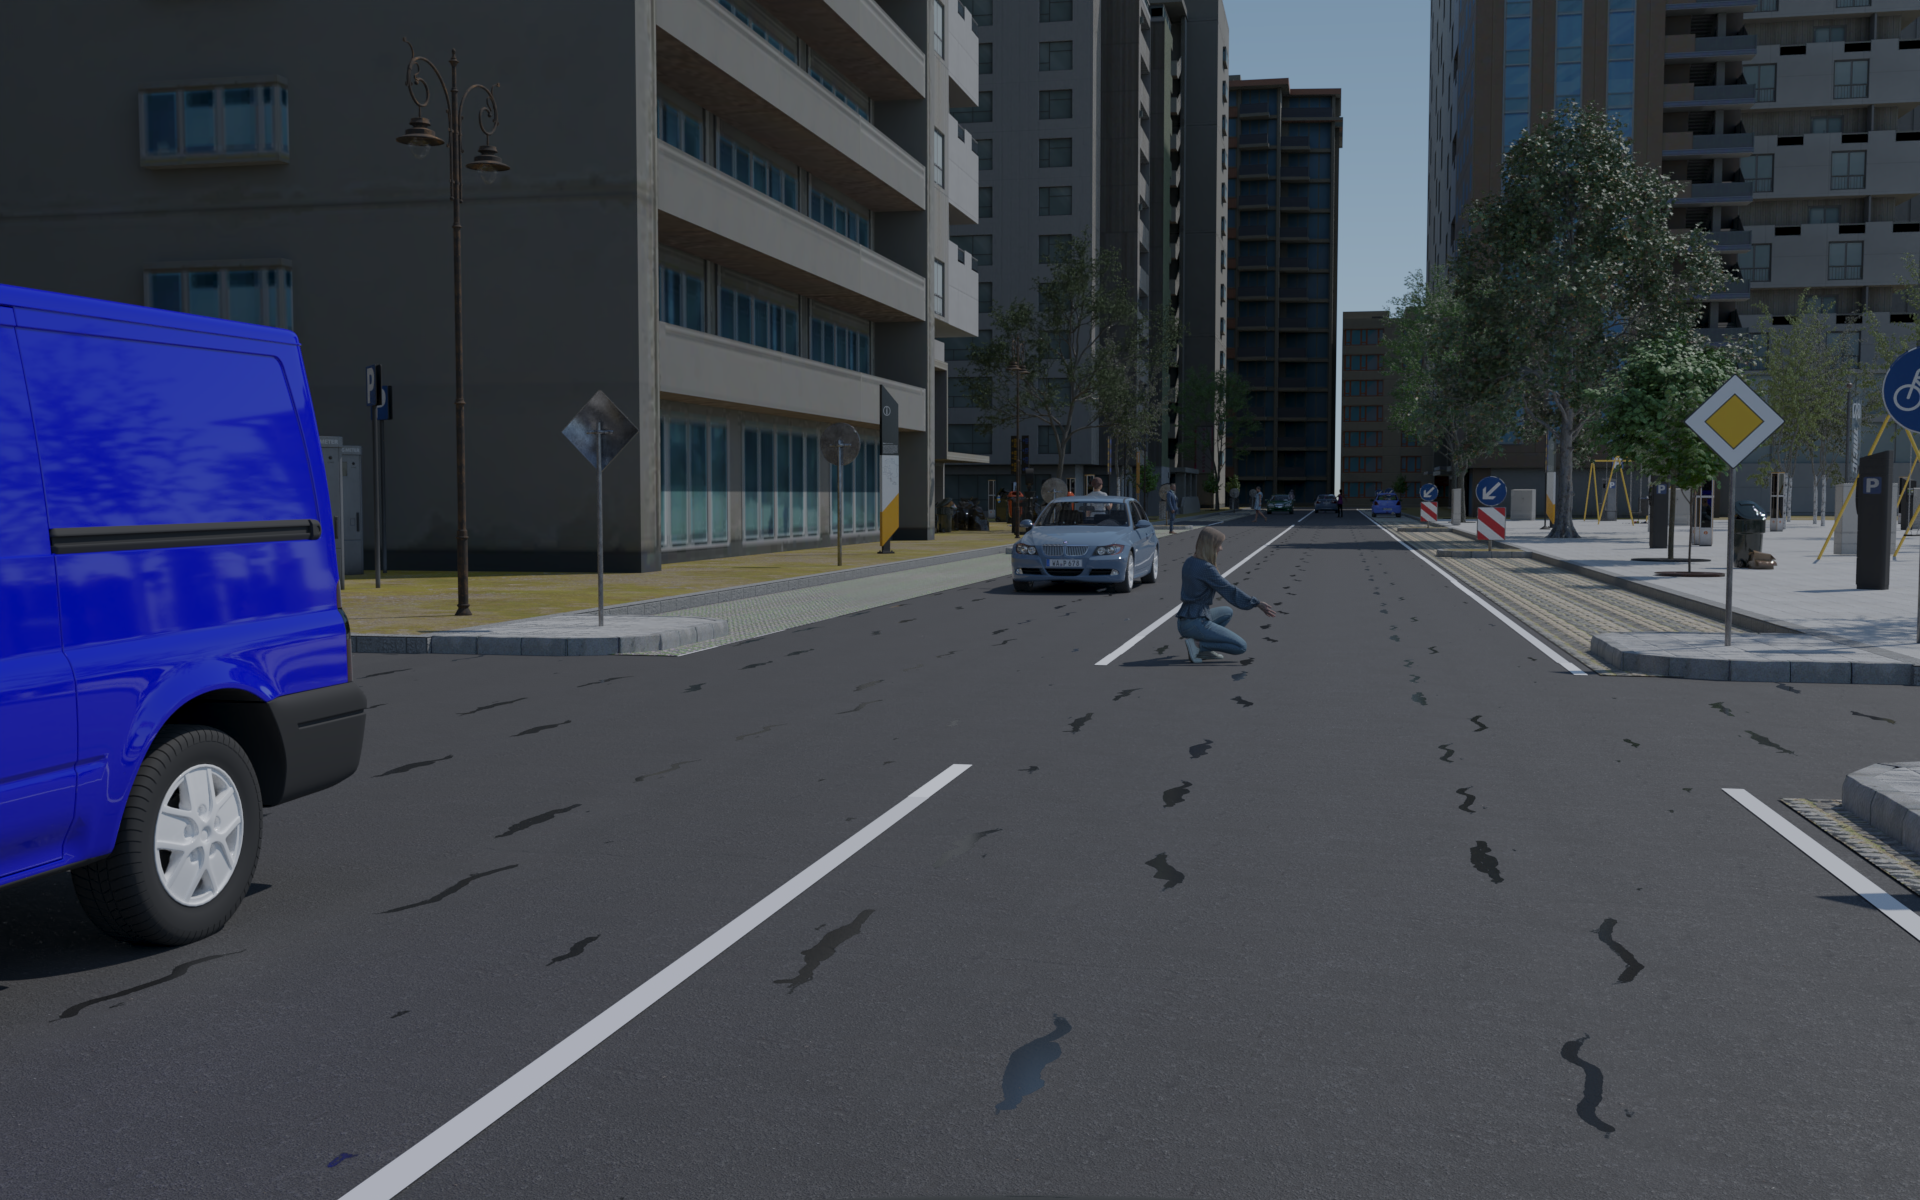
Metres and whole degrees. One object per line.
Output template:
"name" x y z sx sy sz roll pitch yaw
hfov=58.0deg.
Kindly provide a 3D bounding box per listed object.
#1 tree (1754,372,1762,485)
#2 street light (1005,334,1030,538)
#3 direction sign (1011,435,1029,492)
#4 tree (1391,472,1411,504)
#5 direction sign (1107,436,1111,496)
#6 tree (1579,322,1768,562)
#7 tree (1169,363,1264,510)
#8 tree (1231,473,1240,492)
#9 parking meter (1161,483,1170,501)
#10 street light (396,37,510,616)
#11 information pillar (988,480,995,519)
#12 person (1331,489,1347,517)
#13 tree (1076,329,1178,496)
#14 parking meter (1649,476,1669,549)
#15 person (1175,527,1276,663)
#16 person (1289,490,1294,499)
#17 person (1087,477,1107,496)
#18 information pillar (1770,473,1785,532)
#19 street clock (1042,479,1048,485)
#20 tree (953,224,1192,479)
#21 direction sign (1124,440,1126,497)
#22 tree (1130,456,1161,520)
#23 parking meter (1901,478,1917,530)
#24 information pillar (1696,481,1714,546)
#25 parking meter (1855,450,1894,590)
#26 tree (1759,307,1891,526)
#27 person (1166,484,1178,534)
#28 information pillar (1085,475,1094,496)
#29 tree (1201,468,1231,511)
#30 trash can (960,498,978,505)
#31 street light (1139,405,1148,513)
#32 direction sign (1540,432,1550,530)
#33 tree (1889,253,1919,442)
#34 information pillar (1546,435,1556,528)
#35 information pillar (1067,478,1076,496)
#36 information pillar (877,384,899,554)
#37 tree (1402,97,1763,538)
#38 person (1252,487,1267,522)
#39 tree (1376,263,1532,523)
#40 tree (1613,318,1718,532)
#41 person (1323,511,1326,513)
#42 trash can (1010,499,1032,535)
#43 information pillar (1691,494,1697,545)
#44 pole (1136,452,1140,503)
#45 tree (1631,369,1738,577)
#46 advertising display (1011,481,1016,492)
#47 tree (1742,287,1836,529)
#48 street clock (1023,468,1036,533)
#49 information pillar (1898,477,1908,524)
"tree" 36.444 -7.552 73.842 4.360 8.622 3.978 0 3 0
"street light" 1.667 -4.721 49.981 0.468 5.910 1.993 1 4 12
"direction sign" 2.319 -4.590 67.051 0.876 3.537 0.379 3 5 40
"tree" 37.161 -9.235 145.586 1.663 3.219 1.824 0 3 0
"direction sign" 5.851 -4.649 68.003 0.379 3.537 0.876 1 4 14
"tree" 13.701 -3.021 33.105 4.285 4.588 4.351 0 3 0
"tree" 20.329 -12.910 136.826 9.928 11.665 9.643 0 3 0
"tree" 24.813 -9.889 156.280 1.663 3.219 1.824 0 3 0
"parking meter" 10.702 -5.176 90.335 0.399 1.863 0.255 3 4 38
"street light" -5.254 -2.774 18.149 0.468 5.910 1.993 1 4 12
"information pillar" 1.666 -5.277 90.771 0.304 2.012 0.304 1 4 17
"person" 23.354 -5.958 106.604 1.217 1.739 0.721 -2 4 -29
"tree" 7.293 -7.743 76.953 4.360 8.622 3.978 0 3 0
"parking meter" 16.443 -2.144 40.772 0.399 1.863 0.255 0 4 3
"person" 2.195 -0.059 14.970 0.738 1.151 1.012 -1 4 -12
"person" 24.689 -7.330 129.007 0.551 1.740 0.621 3 5 41
"person" 2.726 -1.510 33.751 0.480 1.755 0.524 1 4 16
"information pillar" 27.884 -3.340 59.096 0.304 2.012 0.304 -2 4 -24
"street clock" 4.072 -4.785 82.798 0.358 2.002 0.471 1 4 20
"tree" 3.533 -7.701 60.318 8.767 10.594 7.601 -3 4 -36
"direction sign" 6.984 -4.978 73.387 0.379 3.537 0.876 0 4 2
"tree" 9.304 -5.669 87.289 1.663 3.219 1.824 0 3 0
"parking meter" 35.549 -3.613 64.784 0.399 1.863 0.255 1 4 18
"information pillar" 18.333 -2.325 42.512 0.304 2.012 0.304 2 4 26
"parking meter" 12.277 -1.075 23.281 0.255 1.863 0.399 -3 5 -44
"tree" 34.535 -7.227 68.525 4.360 8.622 3.978 0 3 0
"person" 7.620 -3.278 62.271 0.419 1.800 0.721 1 4 17
"information pillar" 4.937 -3.771 66.147 0.304 2.012 0.304 -1 4 -11
"tree" 19.056 -8.298 130.273 1.663 3.219 1.824 0 3 0
"trash can" 0.356 -3.371 66.763 0.748 1.137 0.748 0 3 0
"street light" 8.732 -6.666 81.782 0.468 5.910 1.993 1 4 12
"direction sign" 21.144 -4.312 62.491 0.379 3.537 0.876 2 4 24
"tree" 28.851 -6.168 51.208 4.737 8.622 4.395 0 3 0
"information pillar" 22.347 -4.532 65.445 0.183 3.616 0.504 -1 4 -12
"information pillar" 5.100 -4.592 79.578 0.304 2.012 0.304 -2 4 -29
"information pillar" -1.532 -2.803 37.182 0.504 3.616 0.183 -3 5 -44
"tree" 17.815 -8.160 50.431 9.611 12.733 9.660 0 3 0
"person" 15.339 -4.900 88.710 0.778 1.811 0.616 1 4 16
"tree" 22.444 -9.268 77.280 9.928 11.665 9.643 0 3 0
"tree" 23.468 -6.607 58.394 4.360 8.622 3.978 0 3 0
"person" 28.314 -7.513 134.563 0.599 1.433 0.991 3 4 39
"trash can" 1.921 -2.613 54.379 0.748 1.137 0.748 0 3 0
"information pillar" 18.559 -2.382 43.434 0.304 2.012 0.304 1 4 9
"pole" 8.571 -5.480 83.436 0.158 3.312 0.155 0 3 0
"tree" 11.331 -1.990 27.146 1.663 3.219 1.824 0 3 0
"advertising display" 2.778 -5.089 88.411 0.123 1.923 0.974 1 4 14
"tree" 30.065 -6.874 62.751 4.737 8.622 4.395 0 3 0
"street clock" 1.963 -2.720 49.035 0.358 2.002 0.471 0 4 1
"information pillar" 40.227 -4.241 73.831 0.304 2.012 0.304 0 4 2
